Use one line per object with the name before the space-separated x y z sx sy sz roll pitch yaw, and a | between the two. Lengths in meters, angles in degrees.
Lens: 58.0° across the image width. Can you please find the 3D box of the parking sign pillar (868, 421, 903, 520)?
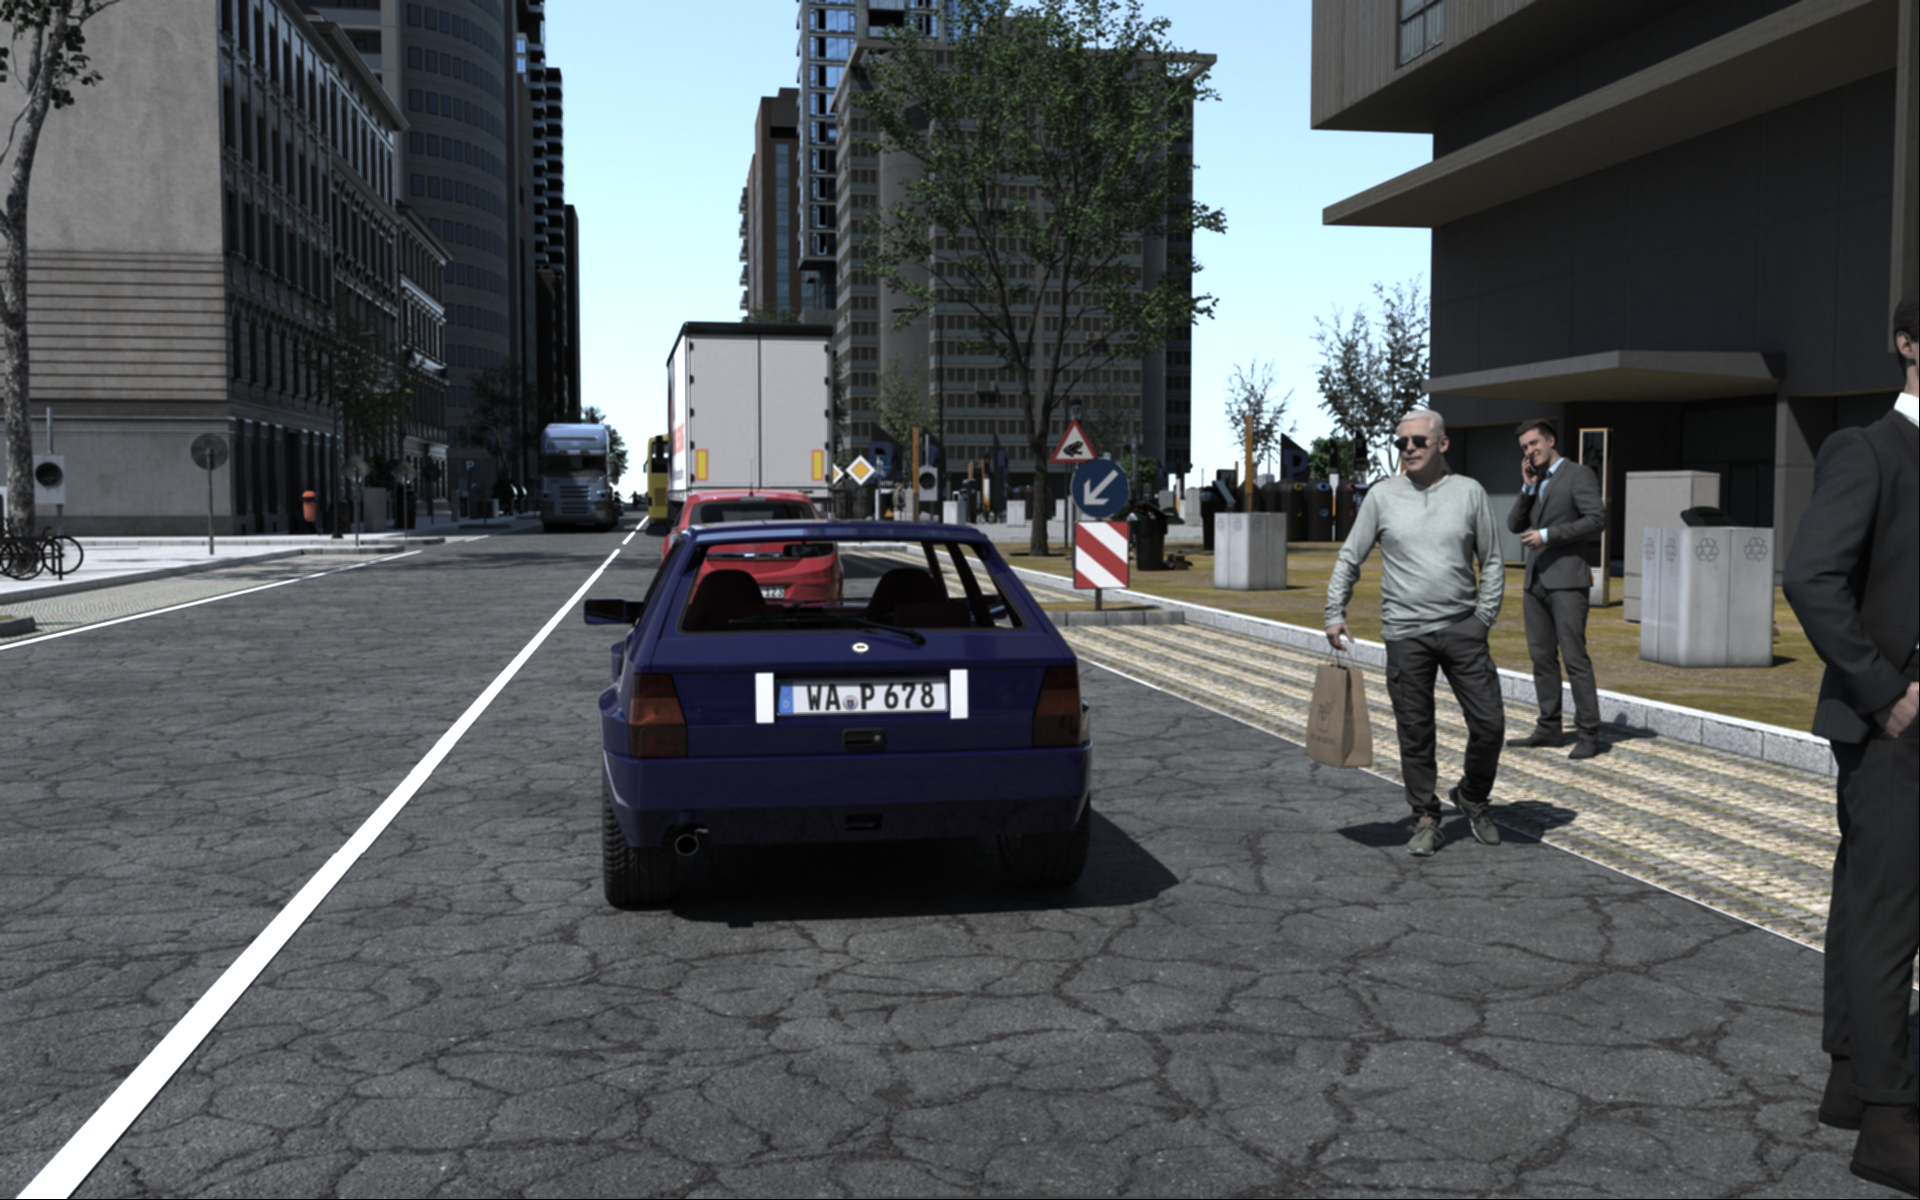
parking sign pillar | -2.765 -4.613 63.889 1.447 3.967 1.447 2 4 33

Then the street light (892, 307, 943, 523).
street light | -1.010 -4.329 43.325 1.470 5.913 1.316 -1 4 -10

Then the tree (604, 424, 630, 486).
tree | -56.606 -22.039 278.462 7.486 12.596 7.792 0 3 0

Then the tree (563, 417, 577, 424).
tree | -37.815 -13.271 167.335 4.360 8.622 3.978 0 3 0

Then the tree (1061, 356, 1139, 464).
tree | 7.649 -8.639 91.613 4.360 8.622 3.978 0 3 0

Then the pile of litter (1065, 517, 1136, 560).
pile of litter | 2.920 -1.223 33.959 1.719 0.858 1.176 0 4 3

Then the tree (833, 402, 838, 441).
tree | -9.649 -9.448 104.843 4.360 8.622 3.978 0 3 0

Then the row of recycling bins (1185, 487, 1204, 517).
row of recycling bins | 14.019 -5.637 99.278 1.069 1.692 3.534 -1 4 -21

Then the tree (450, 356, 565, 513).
tree | -30.210 -11.111 116.085 8.767 10.594 7.601 1 4 14

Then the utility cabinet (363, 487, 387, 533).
utility cabinet | -19.339 -2.976 57.333 0.318 1.500 1.173 0 4 4

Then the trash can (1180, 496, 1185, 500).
trash can | 13.416 -5.648 104.000 0.748 1.137 0.748 0 3 0

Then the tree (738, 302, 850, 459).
tree | -11.455 -12.710 114.463 9.857 13.997 8.962 0 3 0

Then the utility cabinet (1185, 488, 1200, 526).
utility cabinet | 9.301 -3.697 69.121 0.318 1.500 1.173 0 4 -7

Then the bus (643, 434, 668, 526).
bus | -11.209 -4.753 69.252 2.896 3.916 12.252 -1 4 -10

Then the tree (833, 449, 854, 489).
tree | -4.840 -4.652 70.668 1.663 3.219 1.824 0 3 0

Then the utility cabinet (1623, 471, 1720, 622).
utility cabinet | 6.922 -0.501 16.865 0.318 1.500 1.173 -1 4 -8

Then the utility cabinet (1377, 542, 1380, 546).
utility cabinet | 10.718 -1.919 42.546 0.306 1.237 1.020 -2 4 -33

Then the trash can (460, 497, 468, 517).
trash can | -27.476 -5.130 95.530 0.748 1.137 0.748 0 3 0

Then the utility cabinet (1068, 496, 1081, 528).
utility cabinet | 4.258 -3.286 64.892 0.306 1.237 1.020 -1 4 -15

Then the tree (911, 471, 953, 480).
tree | -1.431 -5.043 77.053 1.663 3.219 1.824 0 3 0

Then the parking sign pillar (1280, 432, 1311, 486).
parking sign pillar | 14.706 -5.349 75.922 1.447 3.967 1.447 -1 4 -19

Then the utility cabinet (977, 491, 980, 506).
utility cabinet | 1.055 -7.351 128.866 0.318 1.500 1.173 -2 4 -34

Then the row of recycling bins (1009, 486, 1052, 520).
row of recycling bins | 3.297 -4.874 86.807 1.069 1.692 3.534 -3 5 -40

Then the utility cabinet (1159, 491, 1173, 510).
utility cabinet | 13.660 -6.520 115.273 1.173 1.500 0.318 -2 4 -24

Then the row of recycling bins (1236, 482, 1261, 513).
row of recycling bins | 10.063 -3.117 58.078 3.534 1.692 1.069 -2 4 -23

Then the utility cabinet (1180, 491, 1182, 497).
utility cabinet | 15.333 -6.946 122.253 0.318 1.500 1.173 2 4 28

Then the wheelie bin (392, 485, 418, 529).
wheelie bin | -20.332 -3.402 63.539 0.693 1.594 0.980 3 4 36

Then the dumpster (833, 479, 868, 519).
dumpster | -4.141 -3.699 66.235 1.264 1.857 1.865 -1 4 -10

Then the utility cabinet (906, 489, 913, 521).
utility cabinet | -2.170 -4.458 81.560 0.318 1.500 1.173 -3 5 -42

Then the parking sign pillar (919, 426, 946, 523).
parking sign pillar | -1.121 -4.887 68.369 1.447 3.967 1.447 -3 5 -40

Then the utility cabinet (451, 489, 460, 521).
utility cabinet | -23.435 -4.392 80.493 0.318 1.500 1.173 -1 4 -11

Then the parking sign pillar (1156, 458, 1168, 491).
parking sign pillar | 15.224 -8.678 130.357 1.447 3.967 1.447 2 4 32

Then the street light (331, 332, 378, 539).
street light | -17.392 -4.724 49.778 1.470 5.913 1.316 -1 4 -10

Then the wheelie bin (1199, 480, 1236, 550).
wheelie bin | 5.890 -1.948 39.760 0.693 1.594 0.980 2 4 27

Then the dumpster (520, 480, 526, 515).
dumpster | -28.061 -6.497 108.725 1.502 2.255 1.985 -1 4 -10

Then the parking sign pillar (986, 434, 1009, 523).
parking sign pillar | 1.859 -5.498 78.357 1.447 3.967 1.447 1 4 15

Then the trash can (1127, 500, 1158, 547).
trash can | 4.454 -1.875 42.315 0.748 1.137 0.748 0 3 0

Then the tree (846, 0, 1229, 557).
tree | 1.569 -6.702 35.341 9.928 11.665 9.643 0 3 0

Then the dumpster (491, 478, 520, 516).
dumpster | -26.851 -6.070 101.732 1.502 2.255 1.985 -1 4 -10

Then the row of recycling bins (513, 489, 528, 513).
row of recycling bins | -30.552 -6.923 120.306 1.069 1.692 3.534 -1 4 -20

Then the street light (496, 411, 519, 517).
street light | -25.345 -7.607 96.916 1.470 5.913 1.316 -1 4 -10

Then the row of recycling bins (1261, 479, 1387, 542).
row of recycling bins | 10.056 -2.418 46.648 3.534 1.692 1.069 -1 4 -10

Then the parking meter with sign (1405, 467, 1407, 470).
parking meter with sign | 27.399 -6.683 105.525 0.543 3.016 1.738 0 4 -7

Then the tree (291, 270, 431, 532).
tree | -19.960 -6.579 57.927 4.737 8.622 4.395 0 3 0

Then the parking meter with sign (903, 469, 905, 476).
parking meter with sign | -4.258 -7.573 120.076 0.543 3.016 1.738 1 4 12

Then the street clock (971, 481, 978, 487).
street clock | 0.694 -5.380 92.541 0.471 2.002 0.358 -3 4 -36

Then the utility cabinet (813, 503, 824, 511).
utility cabinet | -6.888 -4.317 81.744 1.020 1.237 0.306 2 4 29

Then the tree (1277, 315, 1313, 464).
tree | 15.129 -7.076 66.057 4.360 8.622 3.978 0 3 0

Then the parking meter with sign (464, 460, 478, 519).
parking meter with sign | -24.907 -5.642 88.506 0.543 3.016 1.738 -2 4 -23

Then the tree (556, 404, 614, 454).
tree | -43.337 -16.677 198.424 9.928 11.665 9.643 0 3 0
